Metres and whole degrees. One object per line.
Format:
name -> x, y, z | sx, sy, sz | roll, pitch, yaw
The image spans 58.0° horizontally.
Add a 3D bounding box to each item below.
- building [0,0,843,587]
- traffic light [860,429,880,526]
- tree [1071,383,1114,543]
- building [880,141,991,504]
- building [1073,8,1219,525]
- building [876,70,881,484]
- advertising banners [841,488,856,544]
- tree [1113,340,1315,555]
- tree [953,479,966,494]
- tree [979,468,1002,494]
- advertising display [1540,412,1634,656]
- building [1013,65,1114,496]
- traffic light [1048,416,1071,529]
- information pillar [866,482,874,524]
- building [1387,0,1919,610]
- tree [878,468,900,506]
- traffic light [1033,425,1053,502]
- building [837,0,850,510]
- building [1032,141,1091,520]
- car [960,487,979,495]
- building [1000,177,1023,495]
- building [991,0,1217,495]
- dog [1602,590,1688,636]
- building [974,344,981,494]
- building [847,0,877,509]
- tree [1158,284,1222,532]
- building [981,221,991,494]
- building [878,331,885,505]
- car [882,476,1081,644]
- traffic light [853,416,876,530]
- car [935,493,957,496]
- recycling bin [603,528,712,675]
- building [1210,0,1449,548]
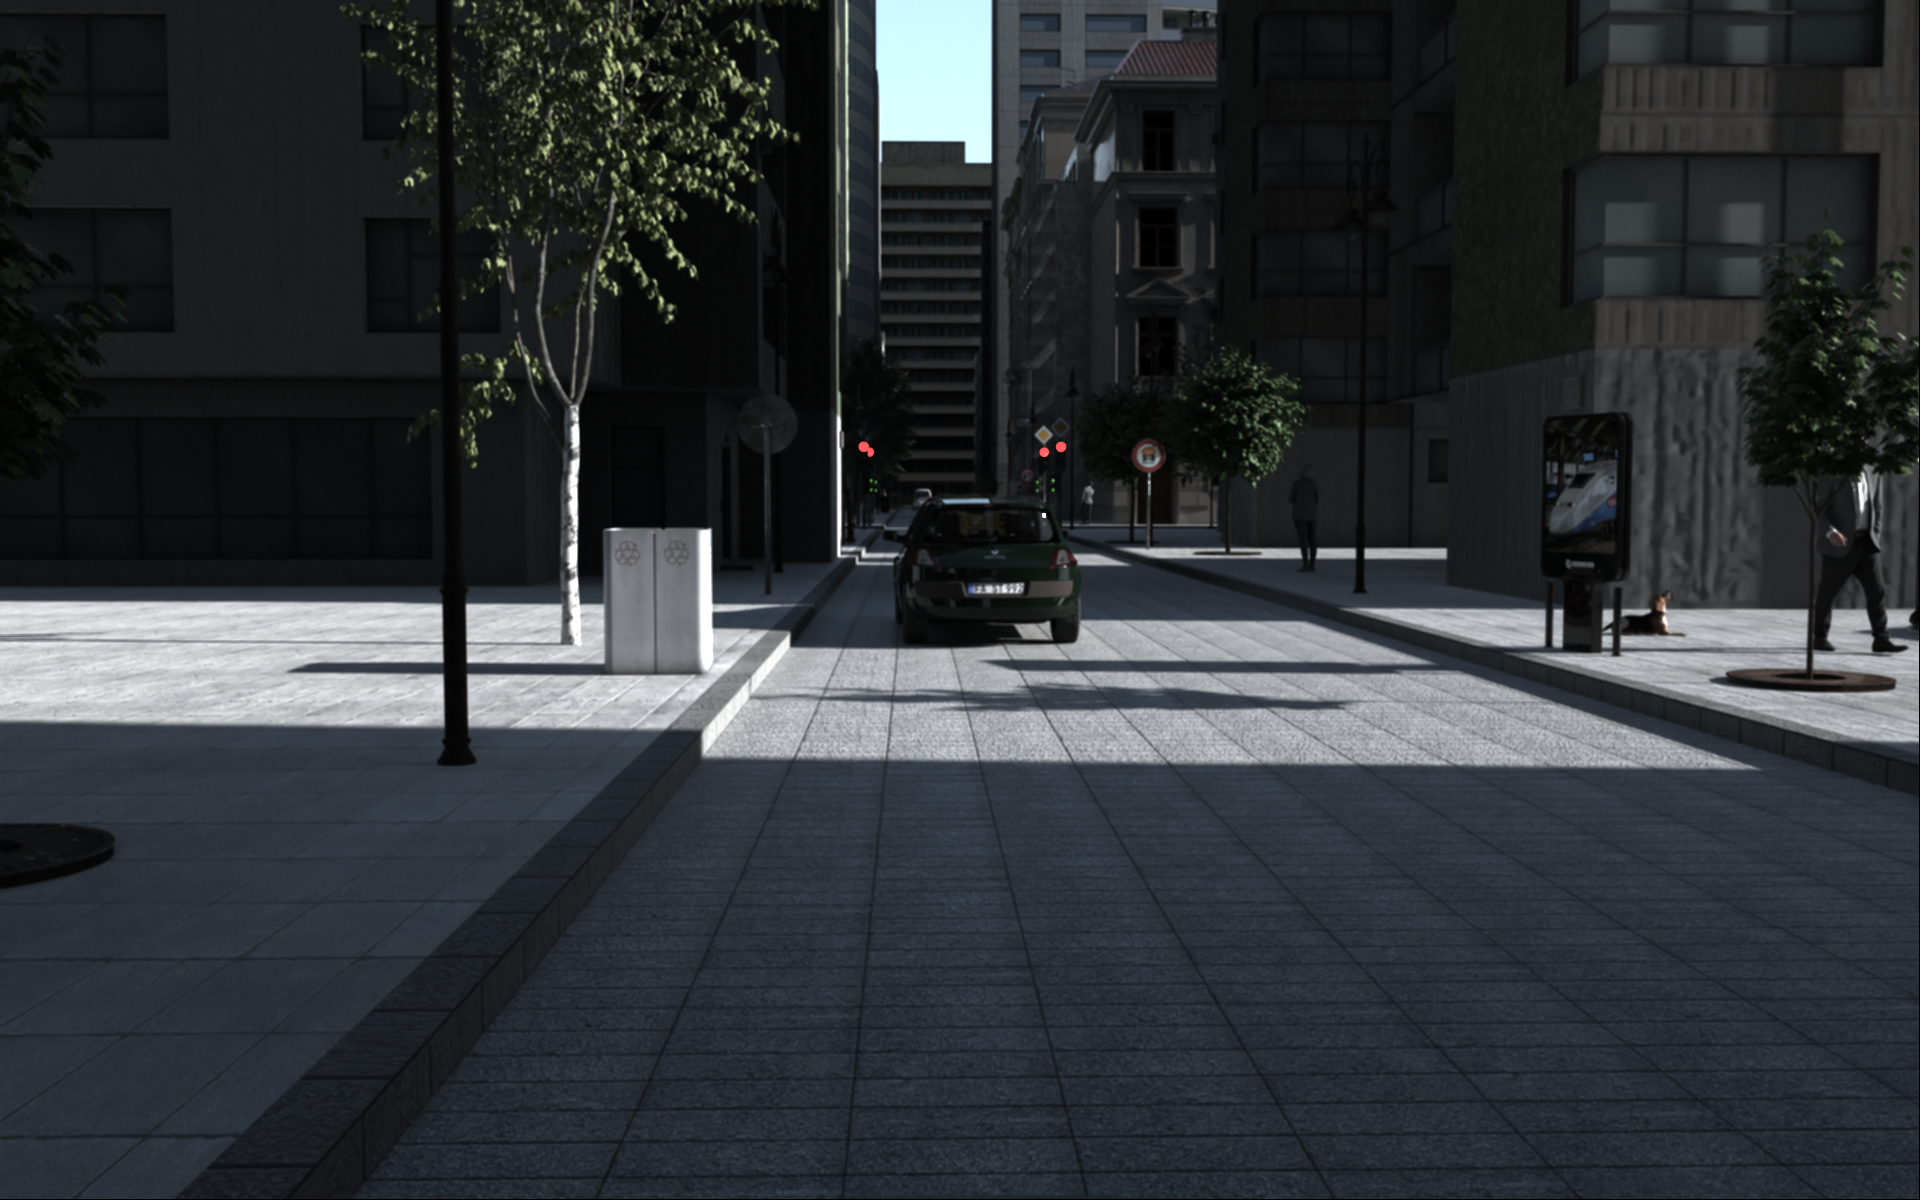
building -> -9.366, -15.742, 29.091 | 14.160, 30.474, 14.107 | 0, 4, -2
traffic light -> -3.663, -4.990, 70.512 | 0.839, 4.253, 0.868 | 0, 4, -2
tree -> 4.465, -3.775, 45.430 | 4.285, 4.588, 4.351 | 0, 3, 0
building -> -1.515, -37.736, 240.688 | 21.600, 48.544, 21.300 | 0, 4, -2
building -> 16.087, -14.723, 76.883 | 21.152, 22.565, 11.583 | 0, 4, -2
building -> -15.282, -32.414, 180.086 | 14.600, 45.320, 14.200 | 0, 4, -2
advertising banners -> -3.029, -2.944, 44.318 | 0.090, 3.025, 2.074 | 1, 4, 15
tree -> 5.807, -3.250, 36.849 | 4.285, 4.588, 4.351 | 0, 3, 0
tree -> 0.152, -13.696, 218.536 | 1.663, 3.219, 1.824 | 0, 3, 0
tree -> 2.321, -8.251, 129.501 | 1.663, 3.219, 1.824 | 0, 3, 0
advertising display -> 5.070, -0.541, 14.060 | 0.123, 1.923, 0.974 | -1, 4, -18
building -> 10.794, -19.936, 111.862 | 13.634, 28.700, 20.117 | 0, 4, -2
traffic light -> 3.614, -4.515, 62.739 | 0.839, 4.253, 0.868 | 0, 4, -2
information pillar -> -3.959, -4.341, 75.461 | 0.304, 2.012, 0.304 | -2, 4, -33
building -> 13.808, -20.880, 24.984 | 14.154, 41.232, 14.086 | 0, 4, -2
tree -> -8.281, -12.676, 190.958 | 4.285, 4.588, 4.351 | 0, 3, 0
traffic light -> 3.395, -5.003, 70.721 | 0.839, 4.253, 0.868 | 0, 4, -2
building -> -15.955, -27.622, 135.211 | 14.154, 41.232, 14.086 | 0, 4, -2
building -> 9.627, -14.570, 92.966 | 10.420, 20.320, 16.860 | 0, 4, -2
car -> 0.425, -2.254, 47.080 | 2.015, 1.641, 3.980 | 0, 4, -3
building -> 10.517, -21.208, 134.148 | 14.401, 28.519, 23.554 | 0, 4, -2
building -> 13.442, -37.976, 162.899 | 21.231, 58.520, 28.212 | 0, 4, -2
dog -> 6.224, 0.115, 15.852 | 0.550, 0.427, 0.748 | -2, 4, -28
building -> 15.973, -22.120, 206.697 | 27.650, 21.520, 28.899 | 0, 4, -2
building -> -18.408, -37.702, 158.423 | 21.231, 58.520, 28.212 | 0, 4, -2
tree -> 8.792, -6.629, 58.752 | 4.737, 8.622, 4.395 | 0, 3, 0
building -> 9.168, -25.264, 184.766 | 14.160, 30.474, 14.107 | 0, 4, -2
building -> -23.486, -22.110, 206.534 | 28.899, 21.520, 27.650 | 0, 4, -2
car -> 0.205, -0.504, 18.026 | 2.009, 1.686, 4.222 | 0, 4, -4
traffic light -> -3.444, -4.502, 62.530 | 0.839, 4.253, 0.868 | 0, 4, -2
car -> -0.803, -5.721, 102.576 | 2.155, 1.783, 4.494 | 0, 4, -2
recycling bin -> -2.188, -0.003, 12.600 | 0.722, 1.027, 0.722 | 0, 4, -5
building -> 13.901, -16.861, 47.379 | 14.160, 30.474, 14.107 | 0, 4, -2
